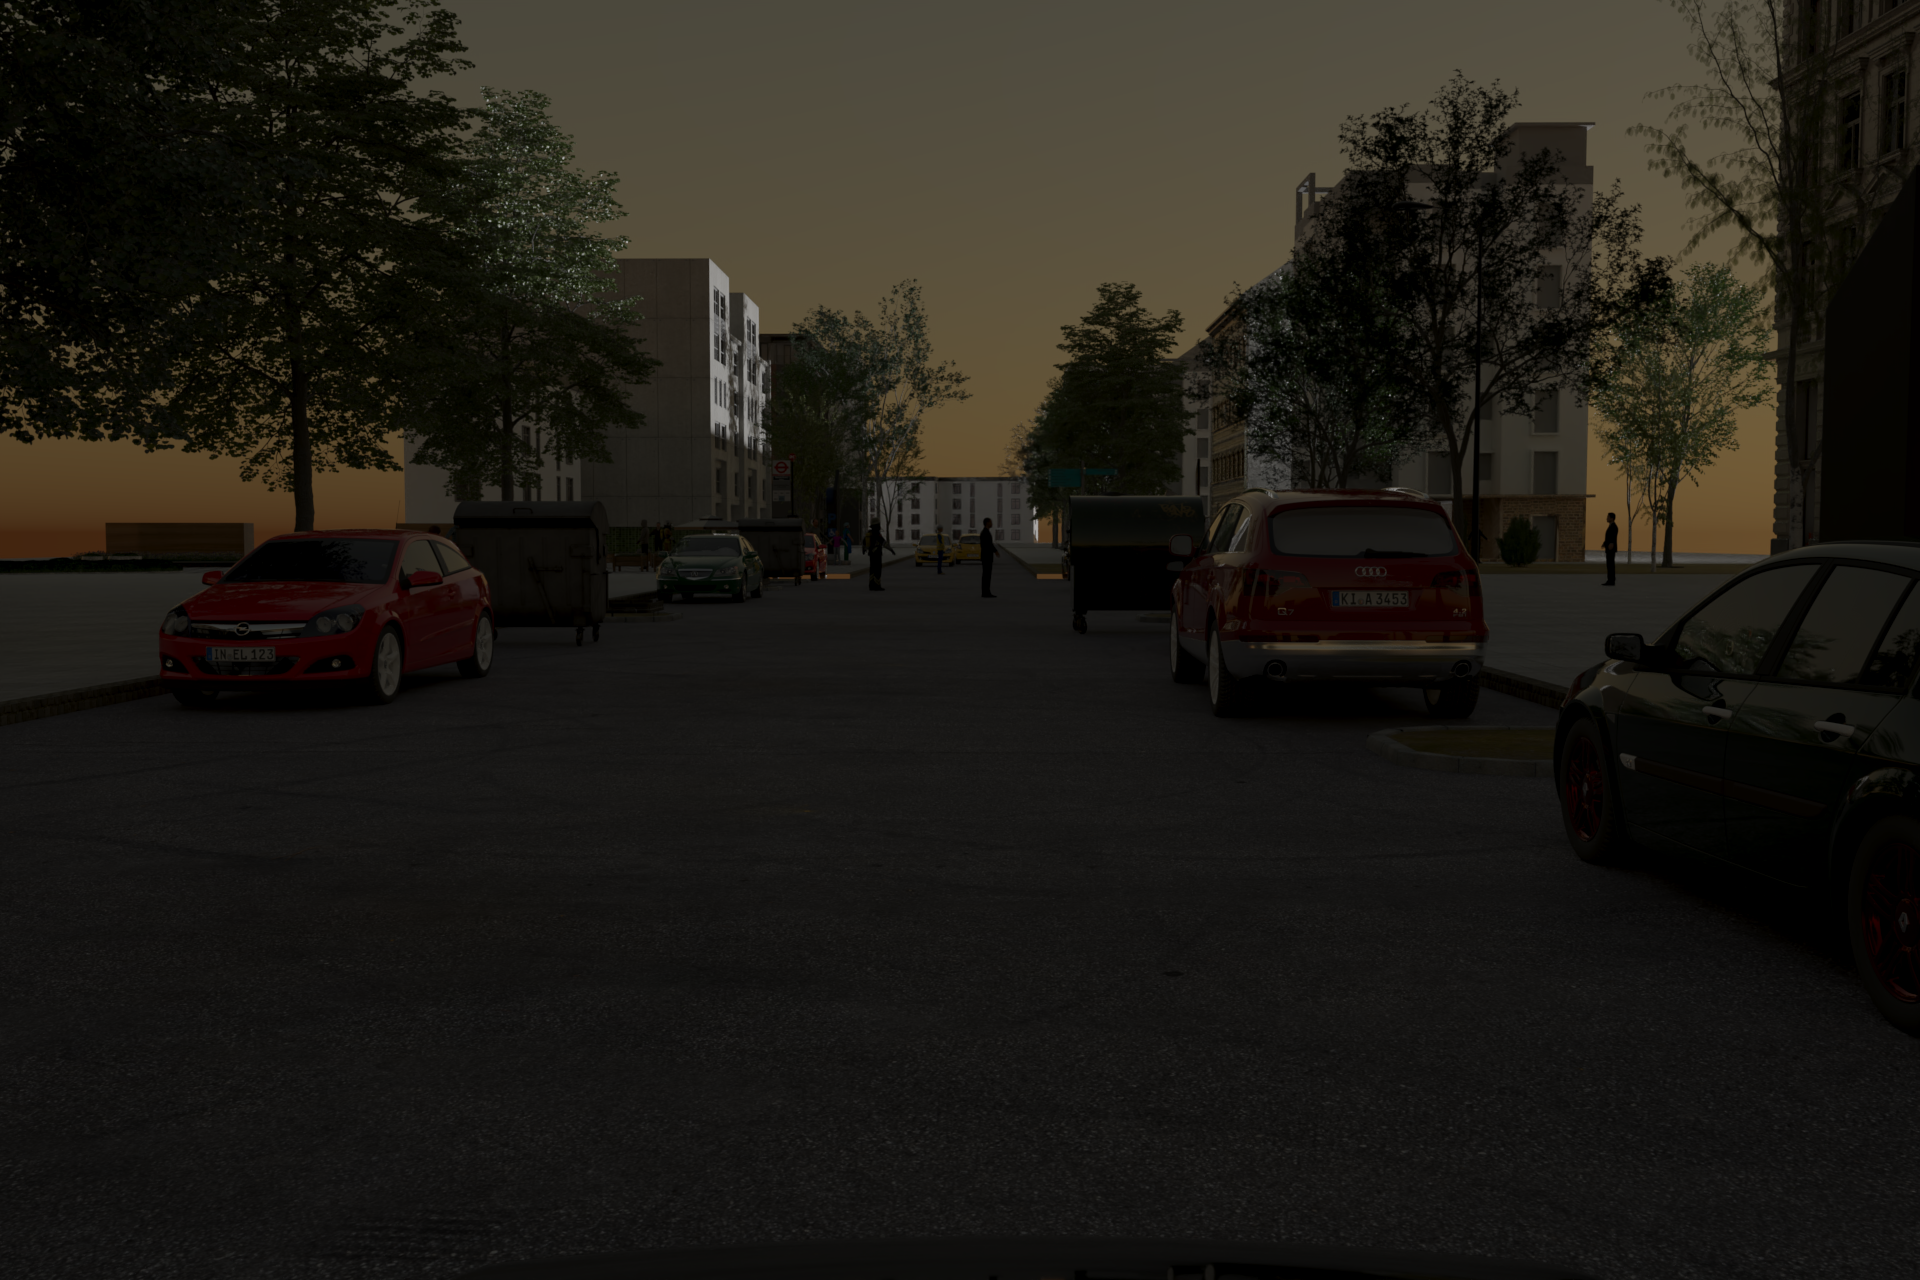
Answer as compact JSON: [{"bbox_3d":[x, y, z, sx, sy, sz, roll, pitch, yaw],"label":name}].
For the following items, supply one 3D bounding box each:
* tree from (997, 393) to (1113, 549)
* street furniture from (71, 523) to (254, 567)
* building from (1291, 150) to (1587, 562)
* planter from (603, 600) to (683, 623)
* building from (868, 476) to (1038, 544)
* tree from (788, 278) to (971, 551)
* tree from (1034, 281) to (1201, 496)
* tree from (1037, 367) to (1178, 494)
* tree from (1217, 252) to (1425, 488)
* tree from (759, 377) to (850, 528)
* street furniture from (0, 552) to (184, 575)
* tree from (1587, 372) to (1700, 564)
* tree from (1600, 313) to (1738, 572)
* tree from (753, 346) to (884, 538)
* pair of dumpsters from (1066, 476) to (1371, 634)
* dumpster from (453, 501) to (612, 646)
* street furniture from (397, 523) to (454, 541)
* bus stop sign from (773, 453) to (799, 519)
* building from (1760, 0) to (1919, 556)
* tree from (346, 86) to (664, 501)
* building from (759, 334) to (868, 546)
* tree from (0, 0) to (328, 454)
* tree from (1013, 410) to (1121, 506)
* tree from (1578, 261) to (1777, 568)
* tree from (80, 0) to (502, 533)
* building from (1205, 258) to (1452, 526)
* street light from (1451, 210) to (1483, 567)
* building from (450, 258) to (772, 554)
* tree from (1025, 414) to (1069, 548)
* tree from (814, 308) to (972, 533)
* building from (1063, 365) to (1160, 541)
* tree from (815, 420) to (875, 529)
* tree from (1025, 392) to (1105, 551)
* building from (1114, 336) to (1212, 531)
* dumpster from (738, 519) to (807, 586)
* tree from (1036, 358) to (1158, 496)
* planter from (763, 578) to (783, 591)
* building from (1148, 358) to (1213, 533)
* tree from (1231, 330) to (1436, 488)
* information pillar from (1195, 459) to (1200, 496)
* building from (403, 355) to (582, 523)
[{"bbox_3d":[8.221,-14.408,145.946,12.009,13.543,11.850,0,3,0],"label":"tree"},{"bbox_3d":[-32.361,-3.782,68.691,9.812,1.723,11.010,-1,4,-11],"label":"street furniture"},{"bbox_3d":[22.910,-14.405,91.934,16.016,20.090,11.380,0,4,0],"label":"building"},{"bbox_3d":[-5.724,-0.483,29.036,1.991,0.319,1.994,0,4,1],"label":"planter"},{"bbox_3d":[-2.994,-18.778,251.626,28.070,9.664,9.099,1,4,9],"label":"building"},{"bbox_3d":[-5.778,-16.621,127.649,12.611,20.169,13.585,0,3,0],"label":"tree"},{"bbox_3d":[7.267,-9.821,78.700,7.486,12.596,7.792,0,3,0],"label":"tree"},{"bbox_3d":[7.584,-9.412,88.306,7.601,10.594,8.767,-1,4,-13],"label":"tree"},{"bbox_3d":[13.104,-8.423,63.474,9.928,11.665,9.643,0,3,0],"label":"tree"},{"bbox_3d":[-7.319,-8.050,81.984,4.737,8.622,4.395,0,3,0],"label":"tree"},{"bbox_3d":[-30.976,-2.509,56.647,10.072,0.657,5.734,-3,4,-38],"label":"street furniture"},{"bbox_3d":[28.449,-7.555,73.883,4.360,8.622,3.978,0,3,0],"label":"tree"},{"bbox_3d":[23.658,-6.596,58.200,4.737,8.622,4.395,0,3,0],"label":"tree"},{"bbox_3d":[-7.775,-10.389,95.619,9.928,11.665,9.643,0,3,0],"label":"tree"},{"bbox_3d":[3.761,-1.240,25.229,4.436,2.255,1.574,0,4,1],"label":"pair of dumpsters"},{"bbox_3d":[-5.560,-0.876,22.544,1.865,1.857,1.264,0,4,1],"label":"dumpster"},{"bbox_3d":[-20.026,-4.023,72.626,11.010,1.723,9.812,-1,4,-15],"label":"street furniture"},{"bbox_3d":[-5.748,-4.189,57.190,0.855,3.939,0.416,0,4,0],"label":"bus stop sign"},{"bbox_3d":[30.245,-13.280,44.841,11.050,23.595,19.941,0,4,1],"label":"building"},{"bbox_3d":[-11.507,-7.711,44.199,7.486,12.596,7.792,0,3,0],"label":"tree"},{"bbox_3d":[-25.353,-21.353,193.102,27.936,21.610,32.646,0,4,1],"label":"building"},{"bbox_3d":[-12.120,-6.900,19.478,9.857,13.997,8.962,0,3,0],"label":"tree"},{"bbox_3d":[8.160,-11.340,119.818,8.767,10.594,7.601,-1,4,-18],"label":"tree"},{"bbox_3d":[27.146,-8.560,65.708,9.928,11.665,9.643,0,3,0],"label":"tree"},{"bbox_3d":[-11.901,-6.892,30.813,7.486,12.596,7.792,0,3,0],"label":"tree"},{"bbox_3d":[27.655,-17.609,118.836,19.493,23.208,18.063,0,4,1],"label":"building"},{"bbox_3d":[7.807,-3.166,24.310,1.470,5.913,1.316,0,4,1],"label":"street light"},{"bbox_3d":[-24.179,-15.946,127.175,16.747,18.905,31.486,0,4,1],"label":"building"},{"bbox_3d":[8.901,-14.696,158.410,7.486,12.596,7.792,0,3,0],"label":"tree"},{"bbox_3d":[-5.643,-17.655,144.544,12.611,20.169,13.585,0,3,0],"label":"tree"},{"bbox_3d":[27.251,-23.322,225.291,27.936,21.610,32.646,0,4,1],"label":"building"},{"bbox_3d":[-7.774,-9.643,108.021,4.360,8.622,3.978,0,3,0],"label":"tree"},{"bbox_3d":[8.390,-13.269,135.081,7.486,12.596,7.792,0,3,0],"label":"tree"},{"bbox_3d":[27.740,-22.473,198.358,19.493,23.208,18.063,0,4,0],"label":"building"},{"bbox_3d":[-5.217,-2.440,48.111,1.865,1.857,1.264,0,4,1],"label":"dumpster"},{"bbox_3d":[8.085,-10.796,102.266,9.928,11.665,9.643,0,3,0],"label":"tree"},{"bbox_3d":[-5.577,-1.415,44.273,1.991,0.319,1.994,0,4,1],"label":"planter"},{"bbox_3d":[24.843,-19.972,182.966,16.016,20.090,11.380,0,4,1],"label":"building"},{"bbox_3d":[16.080,-8.554,74.274,8.767,10.594,7.601,0,4,-1],"label":"tree"},{"bbox_3d":[7.406,-3.831,53.998,0.183,3.616,0.504,0,4,1],"label":"information pillar"},{"bbox_3d":[-25.270,-9.371,95.365,9.099,9.664,28.070,0,4,1],"label":"building"}]
